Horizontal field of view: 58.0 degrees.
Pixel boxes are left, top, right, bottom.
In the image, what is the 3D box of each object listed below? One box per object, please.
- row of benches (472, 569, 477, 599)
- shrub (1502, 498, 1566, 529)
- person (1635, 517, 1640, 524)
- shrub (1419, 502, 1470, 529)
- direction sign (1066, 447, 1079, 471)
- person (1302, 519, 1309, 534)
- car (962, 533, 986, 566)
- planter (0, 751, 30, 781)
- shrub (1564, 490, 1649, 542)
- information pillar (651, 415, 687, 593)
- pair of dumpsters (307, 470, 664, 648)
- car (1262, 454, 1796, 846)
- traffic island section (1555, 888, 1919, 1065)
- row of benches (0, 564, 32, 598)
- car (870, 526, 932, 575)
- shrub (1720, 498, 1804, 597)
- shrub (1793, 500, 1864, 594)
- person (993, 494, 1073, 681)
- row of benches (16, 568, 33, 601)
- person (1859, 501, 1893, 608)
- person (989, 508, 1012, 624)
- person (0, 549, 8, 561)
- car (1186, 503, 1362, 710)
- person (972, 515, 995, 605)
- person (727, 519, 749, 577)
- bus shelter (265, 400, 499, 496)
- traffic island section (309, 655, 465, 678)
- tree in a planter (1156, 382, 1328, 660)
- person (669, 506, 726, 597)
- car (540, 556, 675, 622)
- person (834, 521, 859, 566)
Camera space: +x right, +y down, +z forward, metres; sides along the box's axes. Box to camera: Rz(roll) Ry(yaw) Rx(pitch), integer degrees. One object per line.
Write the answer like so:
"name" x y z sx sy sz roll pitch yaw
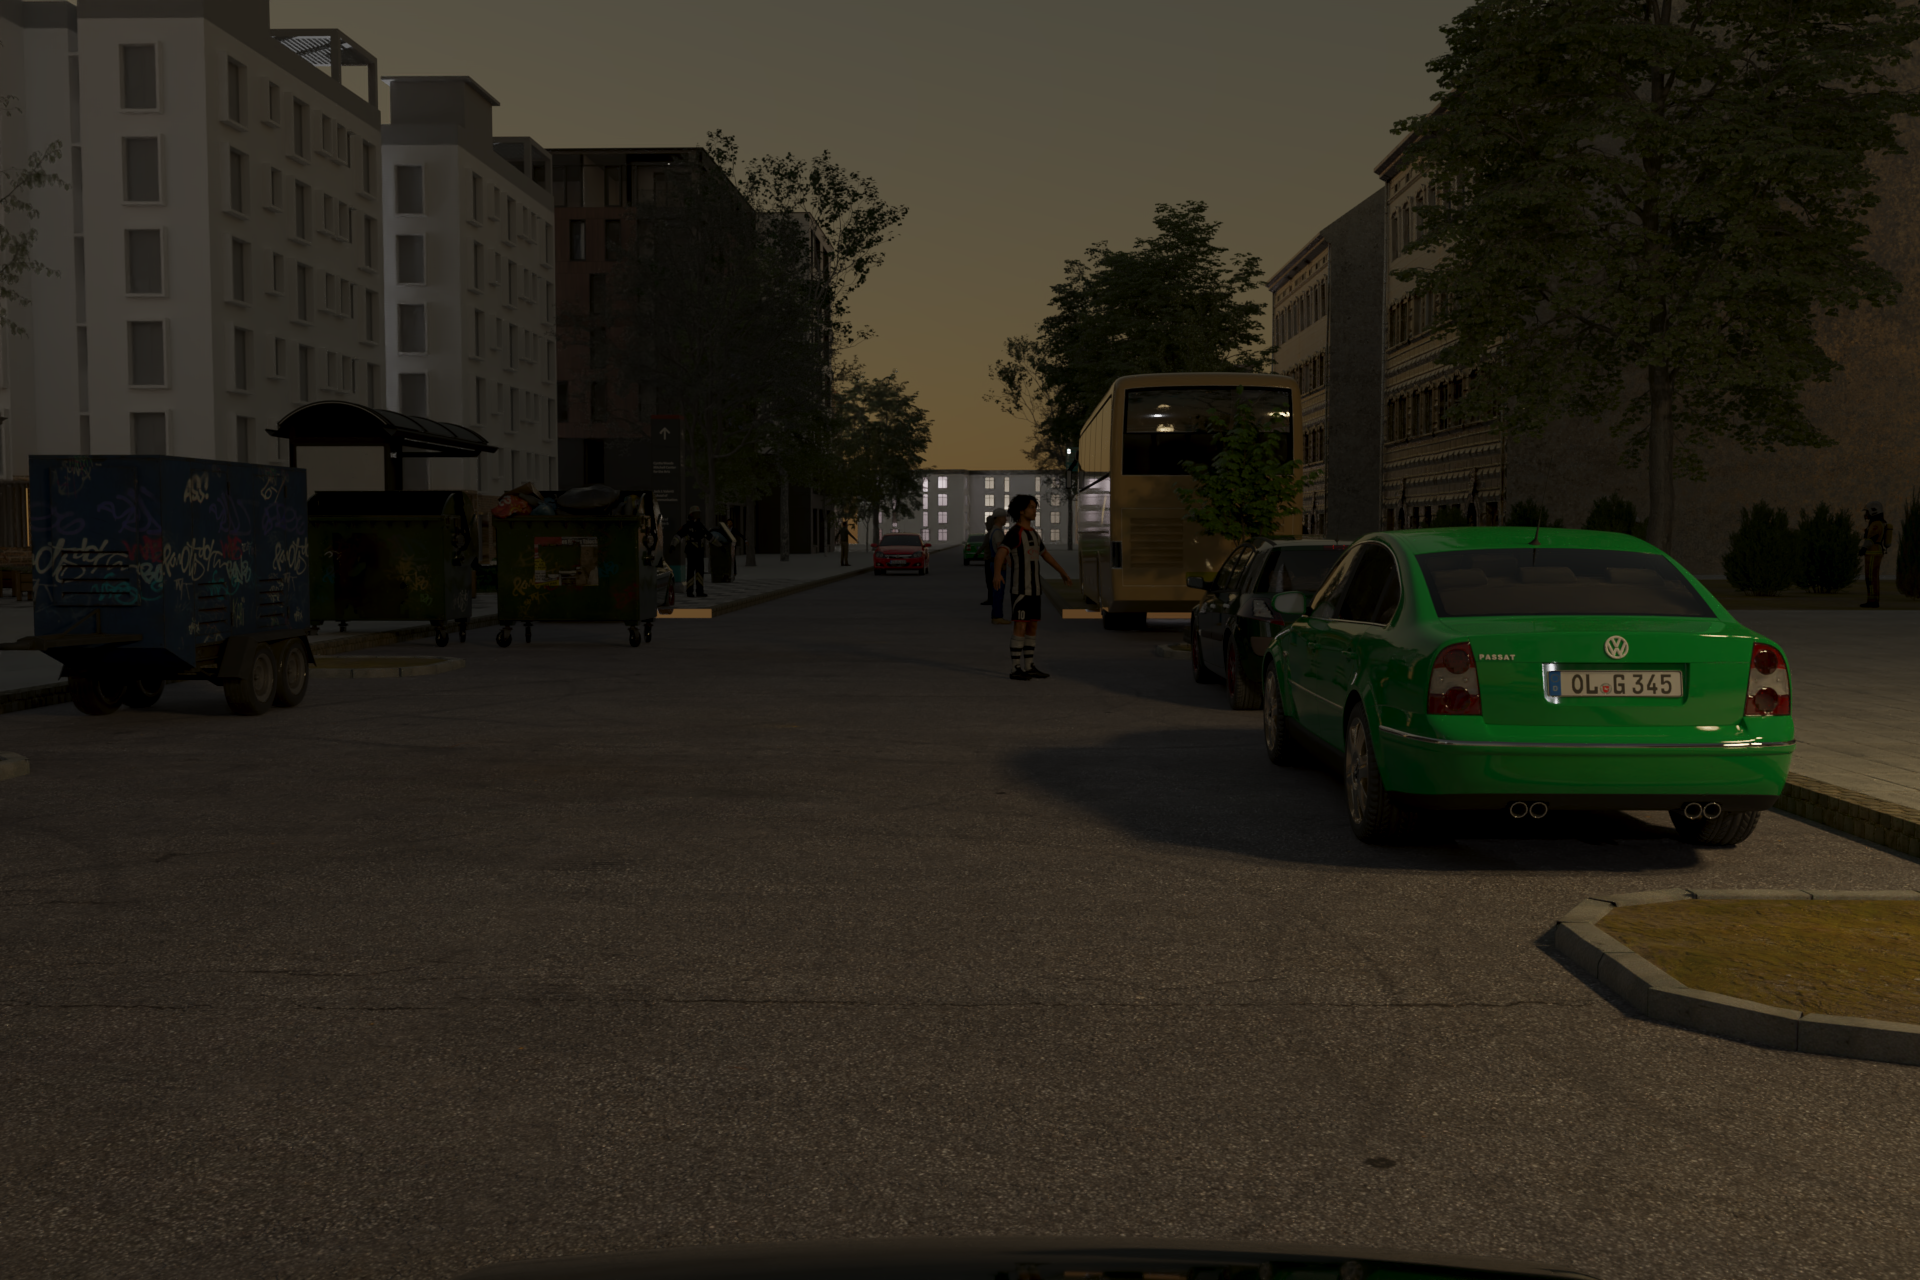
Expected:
"row of benches" -11.701 -1.148 34.240 4.104 0.672 1.422 -1 4 -14
"shrub" 11.660 -1.934 35.668 1.661 2.075 1.752 0 3 0
"person" 19.297 -2.648 49.753 1.216 1.772 0.721 -3 4 -36
"shrub" 11.562 -2.227 40.831 1.690 2.028 1.600 0 3 0
"direction sign" 4.159 -3.558 46.937 2.525 3.948 1.411 0 4 1
"person" 9.928 -2.723 50.740 0.704 1.802 1.346 -1 4 -22
"car" 1.065 -4.354 79.984 1.959 1.807 4.718 0 4 1
"planter" -6.567 0.688 9.894 1.991 0.319 1.994 0 4 1
"shrub" 11.659 -1.653 31.061 1.661 2.075 1.752 0 3 0
"information pillar" -6.379 -2.969 37.915 0.750 3.857 0.750 0 4 1
"pair of dumpsters" -6.133 -1.060 22.289 4.436 2.255 1.574 0 4 2
"car" 2.759 -0.034 9.351 1.959 1.807 4.718 0 4 2
"traffic island section" 3.044 1.057 5.593 1.991 0.108 1.994 0 4 1
"row of benches" -19.457 -1.246 35.831 1.422 0.672 4.104 0 4 6
"car" -2.055 -3.194 61.266 2.155 1.783 4.494 0 4 2
"shrub" 16.595 -1.919 35.802 1.690 2.028 1.600 0 3 0
"shrub" 18.709 -2.023 37.488 1.690 2.028 1.600 0 3 0
"person" 0.667 -0.518 17.078 0.704 1.843 1.345 2 4 35
"row of benches" -15.983 -1.108 33.584 4.104 0.672 1.422 -1 4 -9
"person" 15.912 -1.497 30.239 0.705 1.858 1.354 2 4 34
"person" 0.647 -1.181 27.617 0.705 1.847 1.347 0 4 -7
"person" -13.097 -0.969 22.598 1.215 1.744 0.721 -3 5 -43
"car" 3.080 -0.346 15.439 2.009 1.686 4.222 0 4 1
"person" 0.607 -1.618 35.045 0.705 1.813 1.348 1 4 23
"person" -6.954 -2.785 52.256 1.216 1.740 0.721 0 4 7
"bus shelter" -9.471 -2.146 29.003 2.014 3.302 5.546 0 4 1
"traffic island section" -6.336 0.285 18.205 1.991 0.108 1.994 0 4 2
"tree in a planter" 3.353 -1.419 20.426 1.991 3.239 1.994 0 4 1
"person" -5.386 -1.806 35.313 1.354 1.856 0.705 -3 5 -43
"car" -6.024 -1.208 29.536 2.009 1.686 4.222 0 4 2
"person" -4.606 -3.867 69.497 1.348 1.796 0.705 3 5 42
